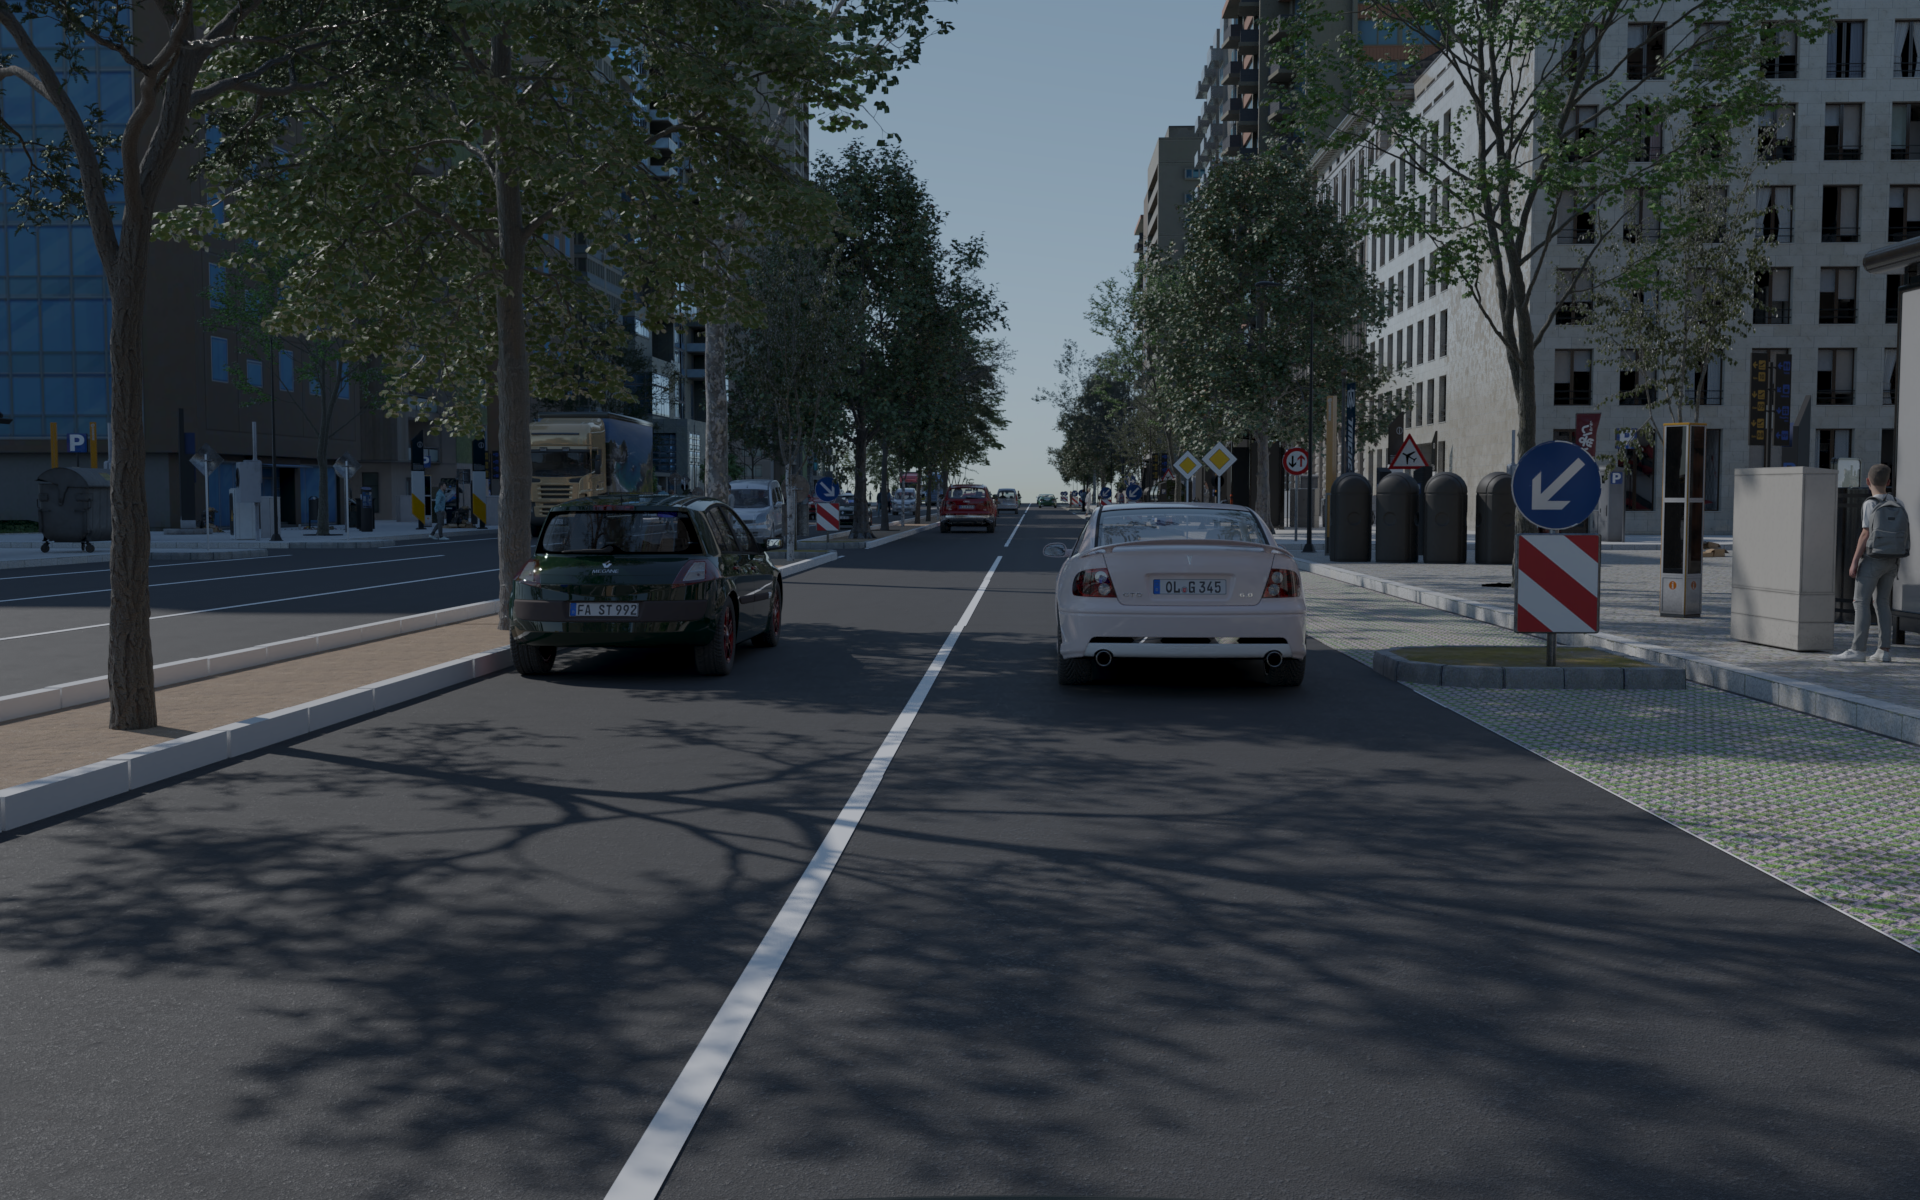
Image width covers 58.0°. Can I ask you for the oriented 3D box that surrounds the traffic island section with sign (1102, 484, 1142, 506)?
[{"bbox_3d":[6.775,-3.689,68.945,1.989,1.847,2.006,0,4,3],"label":"traffic island section with sign"}]

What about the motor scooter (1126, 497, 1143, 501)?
[{"bbox_3d":[8.105,-4.139,80.453,0.815,1.314,1.986,0,4,2],"label":"motor scooter"}]

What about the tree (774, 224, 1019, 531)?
[{"bbox_3d":[-2.949,-9.430,67.011,12.009,13.543,11.850,0,3,0],"label":"tree"}]

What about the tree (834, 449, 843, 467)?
[{"bbox_3d":[-12.749,-15.245,199.615,4.737,8.622,4.395,0,3,0],"label":"tree"}]

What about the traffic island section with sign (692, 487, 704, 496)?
[{"bbox_3d":[-14.571,-5.347,96.050,1.989,1.847,2.006,0,4,3],"label":"traffic island section with sign"}]

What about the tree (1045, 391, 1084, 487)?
[{"bbox_3d":[12.937,-14.672,156.893,9.611,12.733,9.660,0,3,0],"label":"tree"}]

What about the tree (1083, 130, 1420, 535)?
[{"bbox_3d":[9.691,-8.446,55.093,9.611,12.733,9.660,0,3,0],"label":"tree"}]

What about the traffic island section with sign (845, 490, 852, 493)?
[{"bbox_3d":[-11.158,-10.100,173.763,1.989,1.847,2.006,0,4,3],"label":"traffic island section with sign"}]

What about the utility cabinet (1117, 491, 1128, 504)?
[{"bbox_3d":[10.985,-6.569,116.081,0.318,1.500,1.173,-2,4,-26],"label":"utility cabinet"}]

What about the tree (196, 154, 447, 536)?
[{"bbox_3d":[-19.500,-7.784,53.022,9.928,11.665,9.643,0,3,0],"label":"tree"}]

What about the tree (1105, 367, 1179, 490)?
[{"bbox_3d":[11.486,-9.156,100.061,4.360,8.622,3.978,0,3,0],"label":"tree"}]

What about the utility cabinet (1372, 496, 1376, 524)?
[{"bbox_3d":[17.563,-3.809,73.436,1.020,1.237,0.306,1,4,23],"label":"utility cabinet"}]

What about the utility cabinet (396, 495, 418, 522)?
[{"bbox_3d":[-25.526,-4.206,79.937,0.306,1.237,1.020,2,4,33],"label":"utility cabinet"}]

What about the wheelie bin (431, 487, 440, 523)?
[{"bbox_3d":[-23.147,-4.186,76.353,0.980,1.594,0.693,1,4,12],"label":"wheelie bin"}]

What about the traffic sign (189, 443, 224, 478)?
[{"bbox_3d":[-17.043,-2.263,39.186,0.795,2.593,0.064,0,4,3],"label":"traffic sign"}]

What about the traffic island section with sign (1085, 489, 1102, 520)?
[{"bbox_3d":[7.951,-5.336,95.874,1.989,1.847,2.006,0,4,3],"label":"traffic island section with sign"}]

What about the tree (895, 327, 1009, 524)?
[{"bbox_3d":[-1.691,-9.333,89.469,8.767,10.594,7.601,0,4,3],"label":"tree"}]

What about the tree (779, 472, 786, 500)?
[{"bbox_3d":[-15.064,-9.436,148.872,1.663,3.219,1.824,0,3,0],"label":"tree"}]

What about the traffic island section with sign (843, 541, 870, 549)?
[{"bbox_3d":[-3.456,-2.335,46.306,2.006,1.907,1.989,0,4,3],"label":"traffic island section with sign"}]

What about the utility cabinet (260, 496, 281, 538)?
[{"bbox_3d":[-20.234,-2.427,50.844,0.306,1.237,1.020,0,4,-6],"label":"utility cabinet"}]

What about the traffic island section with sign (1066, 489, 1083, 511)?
[{"bbox_3d":[10.153,-8.385,145.728,1.989,1.847,2.006,0,4,3],"label":"traffic island section with sign"}]

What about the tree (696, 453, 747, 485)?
[{"bbox_3d":[-16.259,-8.213,117.998,4.285,4.588,4.351,0,3,0],"label":"tree"}]

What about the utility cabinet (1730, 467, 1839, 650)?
[{"bbox_3d":[6.911,-0.358,14.532,0.318,1.500,1.173,0,4,-1],"label":"utility cabinet"}]

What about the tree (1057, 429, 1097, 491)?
[{"bbox_3d":[17.618,-20.102,246.801,7.486,12.596,7.792,0,3,0],"label":"tree"}]

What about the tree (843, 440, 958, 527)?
[{"bbox_3d":[-2.525,-7.510,75.607,4.737,8.622,4.395,0,3,0],"label":"tree"}]

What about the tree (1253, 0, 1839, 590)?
[{"bbox_3d":[7.607,-5.976,23.459,9.928,11.665,9.643,0,3,0],"label":"tree"}]

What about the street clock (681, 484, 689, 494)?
[{"bbox_3d":[-18.293,-6.764,115.163,0.471,2.002,0.358,1,4,9],"label":"street clock"}]

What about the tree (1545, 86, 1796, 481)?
[{"bbox_3d":[13.066,-4.957,31.410,4.360,8.622,3.978,0,3,0],"label":"tree"}]

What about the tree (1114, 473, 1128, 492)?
[{"bbox_3d":[13.752,-9.242,145.706,1.663,3.219,1.824,0,3,0],"label":"tree"}]

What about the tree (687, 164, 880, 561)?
[{"bbox_3d":[-3.596,-5.108,36.342,4.360,8.622,3.978,0,3,0],"label":"tree"}]

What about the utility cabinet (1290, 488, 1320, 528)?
[{"bbox_3d":[13.022,-3.475,65.498,0.318,1.500,1.173,-3,5,-41],"label":"utility cabinet"}]

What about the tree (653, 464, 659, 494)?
[{"bbox_3d":[-17.415,-6.295,97.521,1.663,3.219,1.824,0,3,0],"label":"tree"}]

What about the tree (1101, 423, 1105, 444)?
[{"bbox_3d":[10.905,-9.506,105.783,4.360,8.622,3.978,0,3,0],"label":"tree"}]

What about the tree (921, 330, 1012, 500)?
[{"bbox_3d":[-0.777,-11.128,102.529,7.486,12.596,7.792,0,3,0],"label":"tree"}]

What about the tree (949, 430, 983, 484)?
[{"bbox_3d":[-0.163,-10.225,119.999,4.360,8.622,3.978,0,3,0],"label":"tree"}]

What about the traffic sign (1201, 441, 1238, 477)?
[{"bbox_3d":[5.729,-2.201,38.168,0.795,2.593,0.064,0,4,3],"label":"traffic sign"}]

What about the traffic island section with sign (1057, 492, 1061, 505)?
[{"bbox_3d":[13.735,-13.375,227.316,1.989,1.847,2.006,0,4,3],"label":"traffic island section with sign"}]

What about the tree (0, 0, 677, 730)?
[{"bbox_3d":[-5.087,-4.467,9.906,8.767,10.594,7.601,0,4,3],"label":"tree"}]

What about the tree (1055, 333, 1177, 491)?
[{"bbox_3d":[12.384,-13.432,129.988,12.009,13.543,11.850,0,3,0],"label":"tree"}]

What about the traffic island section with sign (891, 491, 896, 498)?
[{"bbox_3d":[-8.724,-13.473,228.912,1.989,1.847,2.006,0,4,3],"label":"traffic island section with sign"}]

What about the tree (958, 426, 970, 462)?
[{"bbox_3d":[-1.243,-8.743,95.772,4.737,8.622,4.395,0,3,0],"label":"tree"}]

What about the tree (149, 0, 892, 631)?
[{"bbox_3d":[-4.566,-5.925,17.459,7.486,12.596,7.792,0,3,0],"label":"tree"}]

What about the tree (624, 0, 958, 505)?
[{"bbox_3d":[-2.862,-10.338,27.381,12.611,20.169,13.585,0,3,0],"label":"tree"}]

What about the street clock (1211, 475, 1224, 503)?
[{"bbox_3d":[9.762,-3.737,65.673,0.471,2.002,0.358,-2,4,-30],"label":"street clock"}]

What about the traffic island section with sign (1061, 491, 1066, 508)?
[{"bbox_3d":[11.361,-10.061,173.131,1.989,1.847,2.006,0,4,3],"label":"traffic island section with sign"}]

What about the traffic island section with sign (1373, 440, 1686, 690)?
[{"bbox_3d":[4.336,-0.303,13.583,1.989,1.847,2.006,0,4,3],"label":"traffic island section with sign"}]

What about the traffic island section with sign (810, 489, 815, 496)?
[{"bbox_3d":[-12.340,-8.453,146.834,1.989,1.847,2.006,0,4,3],"label":"traffic island section with sign"}]

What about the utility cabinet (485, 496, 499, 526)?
[{"bbox_3d":[-18.973,-3.629,70.488,0.306,1.237,1.020,2,4,34],"label":"utility cabinet"}]

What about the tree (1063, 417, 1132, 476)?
[{"bbox_3d":[15.350,-15.535,188.411,7.601,10.594,8.767,2,4,30],"label":"tree"}]

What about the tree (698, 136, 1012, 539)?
[{"bbox_3d":[-3.167,-8.284,54.910,9.611,12.733,9.660,0,3,0],"label":"tree"}]

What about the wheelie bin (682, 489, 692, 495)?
[{"bbox_3d":[-17.449,-6.303,110.963,0.693,1.594,0.980,-3,5,-43],"label":"wheelie bin"}]

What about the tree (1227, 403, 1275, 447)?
[{"bbox_3d":[16.664,-9.075,98.739,4.360,8.622,3.978,0,3,0],"label":"tree"}]

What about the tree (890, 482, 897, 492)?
[{"bbox_3d":[-9.736,-16.362,262.122,1.663,3.219,1.824,0,3,0],"label":"tree"}]

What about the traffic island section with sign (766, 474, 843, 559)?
[{"bbox_3d":[-3.791,-1.882,38.907,2.006,1.907,1.989,0,4,3],"label":"traffic island section with sign"}]
